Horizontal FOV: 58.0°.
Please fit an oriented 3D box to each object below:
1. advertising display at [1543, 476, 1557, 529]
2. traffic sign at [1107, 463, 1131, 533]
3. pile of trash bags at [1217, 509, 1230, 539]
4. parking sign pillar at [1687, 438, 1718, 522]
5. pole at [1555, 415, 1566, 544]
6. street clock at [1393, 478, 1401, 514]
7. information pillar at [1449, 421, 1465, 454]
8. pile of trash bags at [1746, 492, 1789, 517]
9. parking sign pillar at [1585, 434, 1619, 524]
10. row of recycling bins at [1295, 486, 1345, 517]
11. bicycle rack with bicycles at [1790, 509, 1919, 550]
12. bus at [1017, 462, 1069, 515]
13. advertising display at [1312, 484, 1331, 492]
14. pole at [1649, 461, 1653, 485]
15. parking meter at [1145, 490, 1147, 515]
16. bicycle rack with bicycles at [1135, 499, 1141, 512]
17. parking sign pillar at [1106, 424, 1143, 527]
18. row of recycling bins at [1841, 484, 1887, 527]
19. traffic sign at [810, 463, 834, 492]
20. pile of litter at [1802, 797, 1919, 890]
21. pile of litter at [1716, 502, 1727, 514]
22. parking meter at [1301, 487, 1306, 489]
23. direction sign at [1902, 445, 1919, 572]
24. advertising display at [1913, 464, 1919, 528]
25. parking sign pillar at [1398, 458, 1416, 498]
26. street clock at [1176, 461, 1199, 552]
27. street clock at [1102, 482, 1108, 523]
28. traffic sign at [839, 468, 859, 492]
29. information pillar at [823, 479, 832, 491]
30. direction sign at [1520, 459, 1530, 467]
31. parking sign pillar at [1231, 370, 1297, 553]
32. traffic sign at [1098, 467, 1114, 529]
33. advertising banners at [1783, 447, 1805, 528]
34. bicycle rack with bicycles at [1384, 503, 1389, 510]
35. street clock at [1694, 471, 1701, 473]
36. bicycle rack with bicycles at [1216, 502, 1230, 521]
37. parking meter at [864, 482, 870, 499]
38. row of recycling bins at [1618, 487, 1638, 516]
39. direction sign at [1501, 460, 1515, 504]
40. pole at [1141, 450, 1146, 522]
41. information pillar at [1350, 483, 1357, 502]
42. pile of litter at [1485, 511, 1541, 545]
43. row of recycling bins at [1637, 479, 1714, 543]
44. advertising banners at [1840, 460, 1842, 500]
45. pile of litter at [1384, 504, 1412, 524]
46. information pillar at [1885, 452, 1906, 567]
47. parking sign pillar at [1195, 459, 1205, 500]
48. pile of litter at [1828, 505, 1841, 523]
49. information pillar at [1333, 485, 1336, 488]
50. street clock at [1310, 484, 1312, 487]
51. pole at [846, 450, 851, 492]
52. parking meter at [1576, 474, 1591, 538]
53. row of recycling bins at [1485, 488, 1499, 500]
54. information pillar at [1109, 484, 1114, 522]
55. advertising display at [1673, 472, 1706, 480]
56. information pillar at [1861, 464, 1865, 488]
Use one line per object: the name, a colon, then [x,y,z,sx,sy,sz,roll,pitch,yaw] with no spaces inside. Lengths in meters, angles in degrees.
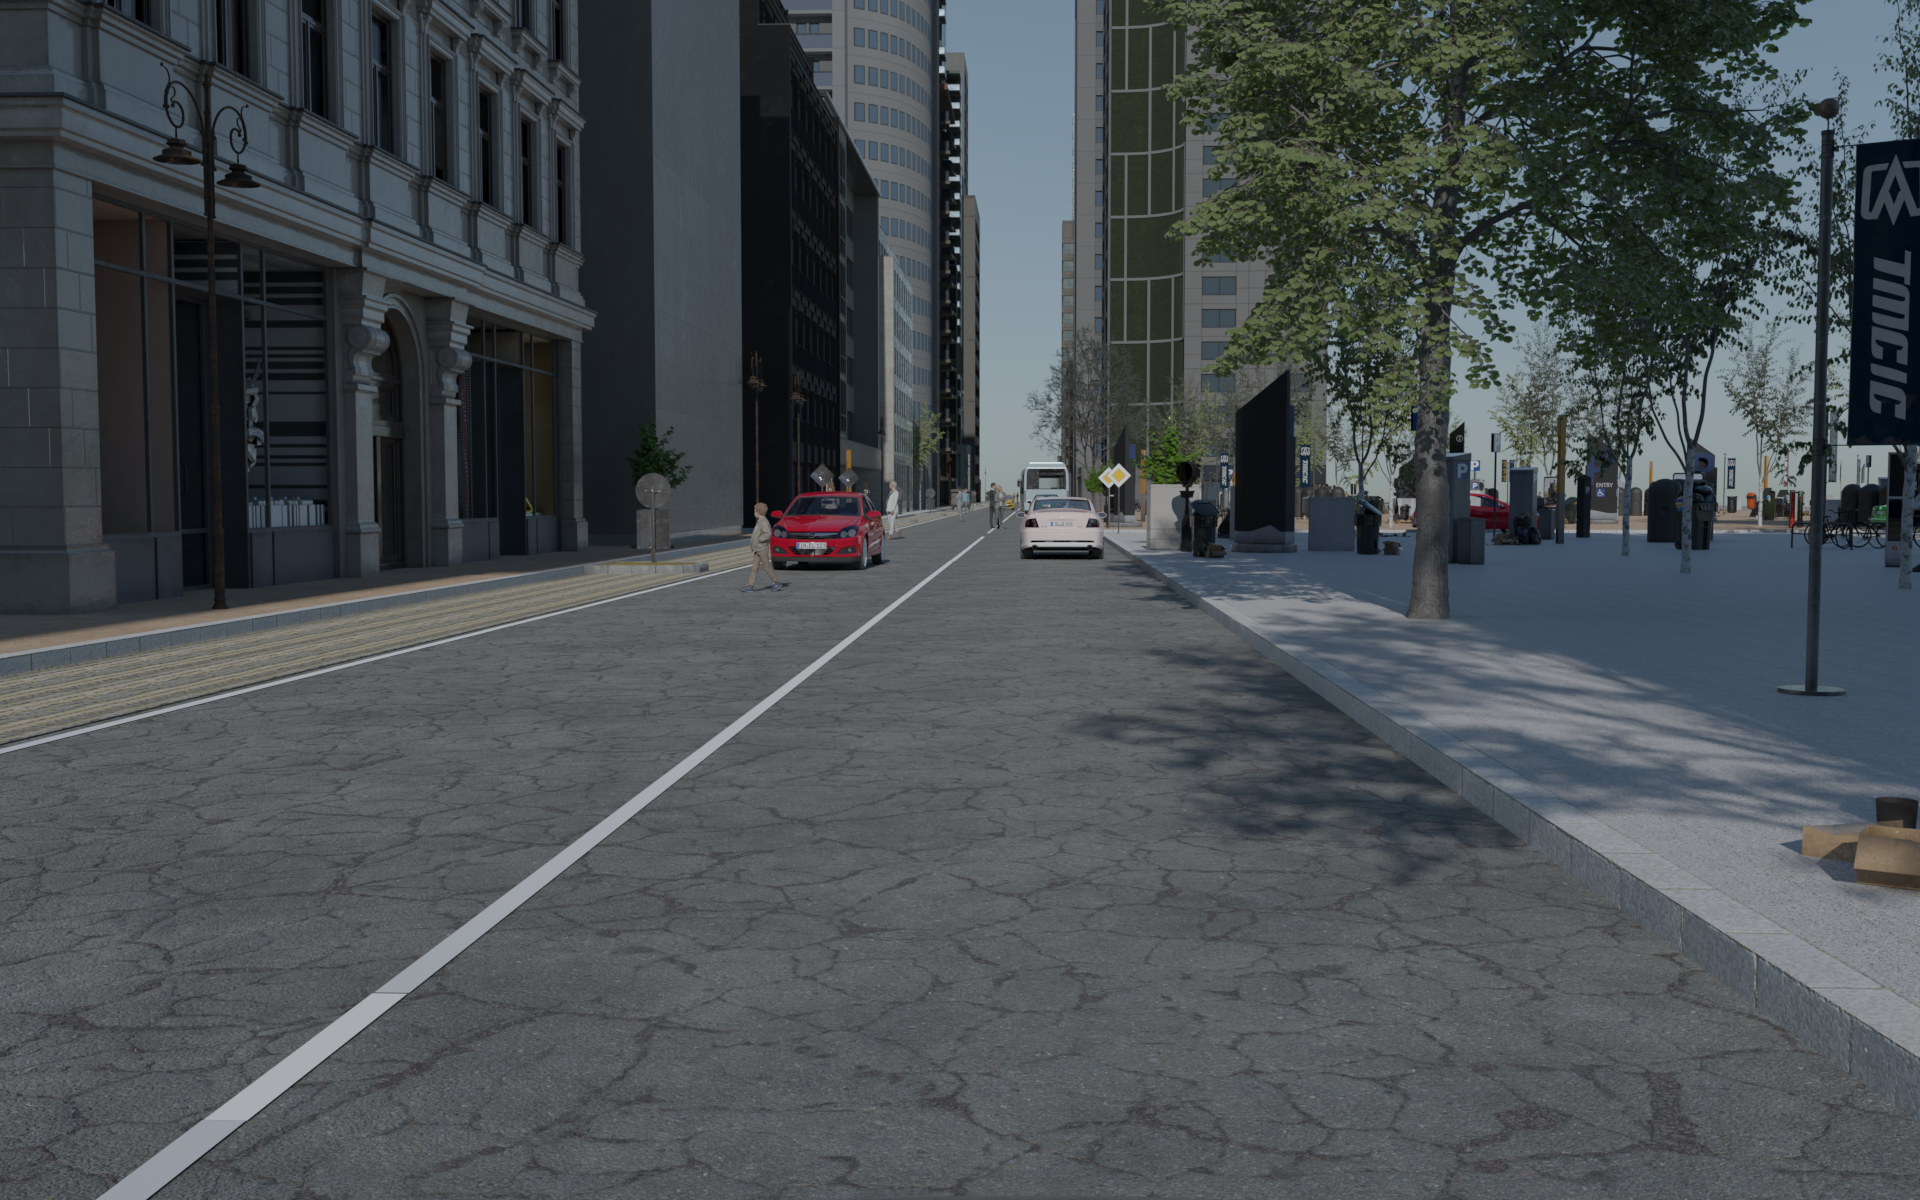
advertising display: [21.669,-3.552,63.292,0.123,1.923,0.974,-1,4,-18]
traffic sign: [5.165,-3.226,56.387,0.795,2.450,0.064,0,4,3]
pile of trash bags: [7.882,-2.460,49.978,3.447,1.369,1.912,0,4,4]
parking sign pillar: [34.643,-5.653,80.904,1.447,3.967,1.447,0,4,-1]
pole: [15.480,-3.105,44.608,0.158,3.312,0.155,0,3,0]
street clock: [19.696,-4.498,78.104,0.358,2.002,0.471,1,4,23]
information pillar: [16.033,-3.946,55.878,0.504,3.616,0.183,2,4,28]
pile of trash bags: [44.741,-5.286,96.180,3.447,1.369,1.912,-3,4,-36]
parking sign pillar: [28.651,-5.459,77.724,1.447,3.967,1.447,0,4,1]
row of recycling bins: [19.565,-5.368,94.884,1.069,1.692,3.534,-3,5,-40]
bicycle rack with bicycles: [21.051,-1.687,40.968,2.852,0.926,2.925,-1,4,-18]
bus: [5.075,-6.822,106.406,2.948,3.499,13.247,0,4,1]
advertising display: [22.163,-6.198,106.552,0.974,1.923,0.123,1,4,14]
pole: [43.009,-6.973,107.853,0.158,3.312,0.155,0,3,0]
parking meter: [11.395,-5.972,106.048,0.372,1.533,0.369,0,3,0]
bicycle rack with bicycles: [12.344,-6.783,124.286,2.852,0.926,2.925,0,4,-7]
parking sign pillar: [6.390,-4.821,67.301,1.447,3.967,1.447,-1,4,-15]
row of recycling bins: [36.244,-3.726,68.028,1.069,1.692,3.534,-2,4,-26]
traffic sign: [-4.518,-3.254,56.846,0.795,2.450,0.064,0,4,3]
pile of litter: [3.482,0.513,5.582,1.176,0.858,1.719,0,4,3]
pile of litter: [50.174,-6.151,114.533,1.719,0.858,1.176,-1,4,-16]
parking meter: [19.514,-5.653,98.129,0.255,1.863,0.399,-1,4,-20]
direction sign: [15.832,-2.226,28.394,0.876,3.537,0.379,-1,4,-11]
advertising display: [20.410,-1.906,36.373,0.974,1.923,0.123,1,4,20]
parking sign pillar: [31.337,-8.124,121.299,1.447,3.967,1.447,0,4,-3]
street clock: [5.029,-2.067,38.370,0.471,2.002,0.358,3,5,44]
street clock: [6.595,-4.497,78.098,0.358,2.002,0.471,-1,4,-17]
traffic sign: [-4.156,-3.742,64.822,0.795,2.450,0.064,0,4,3]
information pillar: [-5.514,-4.125,71.932,0.304,2.012,0.304,-3,5,-44]
direction sign: [37.007,-7.430,113.469,0.379,3.537,0.876,-2,4,-23]
parking sign pillar: [6.738,-3.045,38.251,1.447,3.967,1.447,3,5,41]
traffic sign: [5.528,-3.714,64.364,0.795,2.450,0.064,0,4,3]
advertising banners: [31.367,-4.221,65.205,2.074,3.025,0.090,-3,5,-43]
bicycle rack with bicycles: [31.713,-6.870,125.706,2.852,0.926,2.925,0,4,1]
street clock: [22.981,-3.027,54.055,0.471,2.002,0.358,1,4,16]
bicycle rack with bicycles: [13.209,-4.202,82.088,2.925,0.926,2.852,0,4,7]
parking meter: [-4.679,-4.974,87.036,0.255,1.863,0.399,1,4,13]
row of recycling bins: [39.359,-5.810,102.104,3.534,1.692,1.069,1,4,15]
direction sign: [36.002,-7.453,113.848,0.876,3.537,0.379,-1,4,-8]
pole: [8.451,-5.263,79.894,0.158,3.312,0.155,0,3,0]
information pillar: [26.937,-6.978,118.578,0.304,2.012,0.304,-2,4,-31]
pile of litter: [13.999,-1.828,43.857,1.719,0.858,1.176,-1,4,-20]
row of recycling bins: [19.625,-2.440,47.007,1.069,1.692,3.534,3,5,40]
advertising banners: [45.088,-5.653,88.618,0.090,3.025,2.074,2,4,24]
pile of litter: [19.392,-3.760,75.440,1.719,0.858,1.176,2,4,33]
information pillar: [16.426,-1.582,30.352,0.304,2.012,0.304,3,4,36]
parking sign pillar: [15.784,-7.682,114.070,1.447,3.967,1.447,0,4,0]
pile of litter: [38.671,-3.789,75.908,1.176,0.858,1.719,1,4,23]
information pillar: [29.880,-8.165,137.990,0.304,2.012,0.304,3,5,43]
street clock: [25.771,-7.446,126.304,0.471,2.002,0.358,-3,4,-37]
pole: [-5.150,-5.282,80.200,0.158,3.312,0.155,0,3,0]
parking meter: [18.334,-2.764,50.903,0.399,1.863,0.255,-3,4,-36]
row of recycling bins: [35.723,-6.826,118.725,1.069,1.692,3.534,-1,4,-16]
information pillar: [6.410,-4.173,72.715,0.304,2.012,0.304,1,4,9]
advertising display: [21.772,-2.848,51.773,0.123,1.923,0.974,-3,4,-39]
information pillar: [69.627,-8.699,133.583,0.504,3.616,0.183,-3,5,-44]
